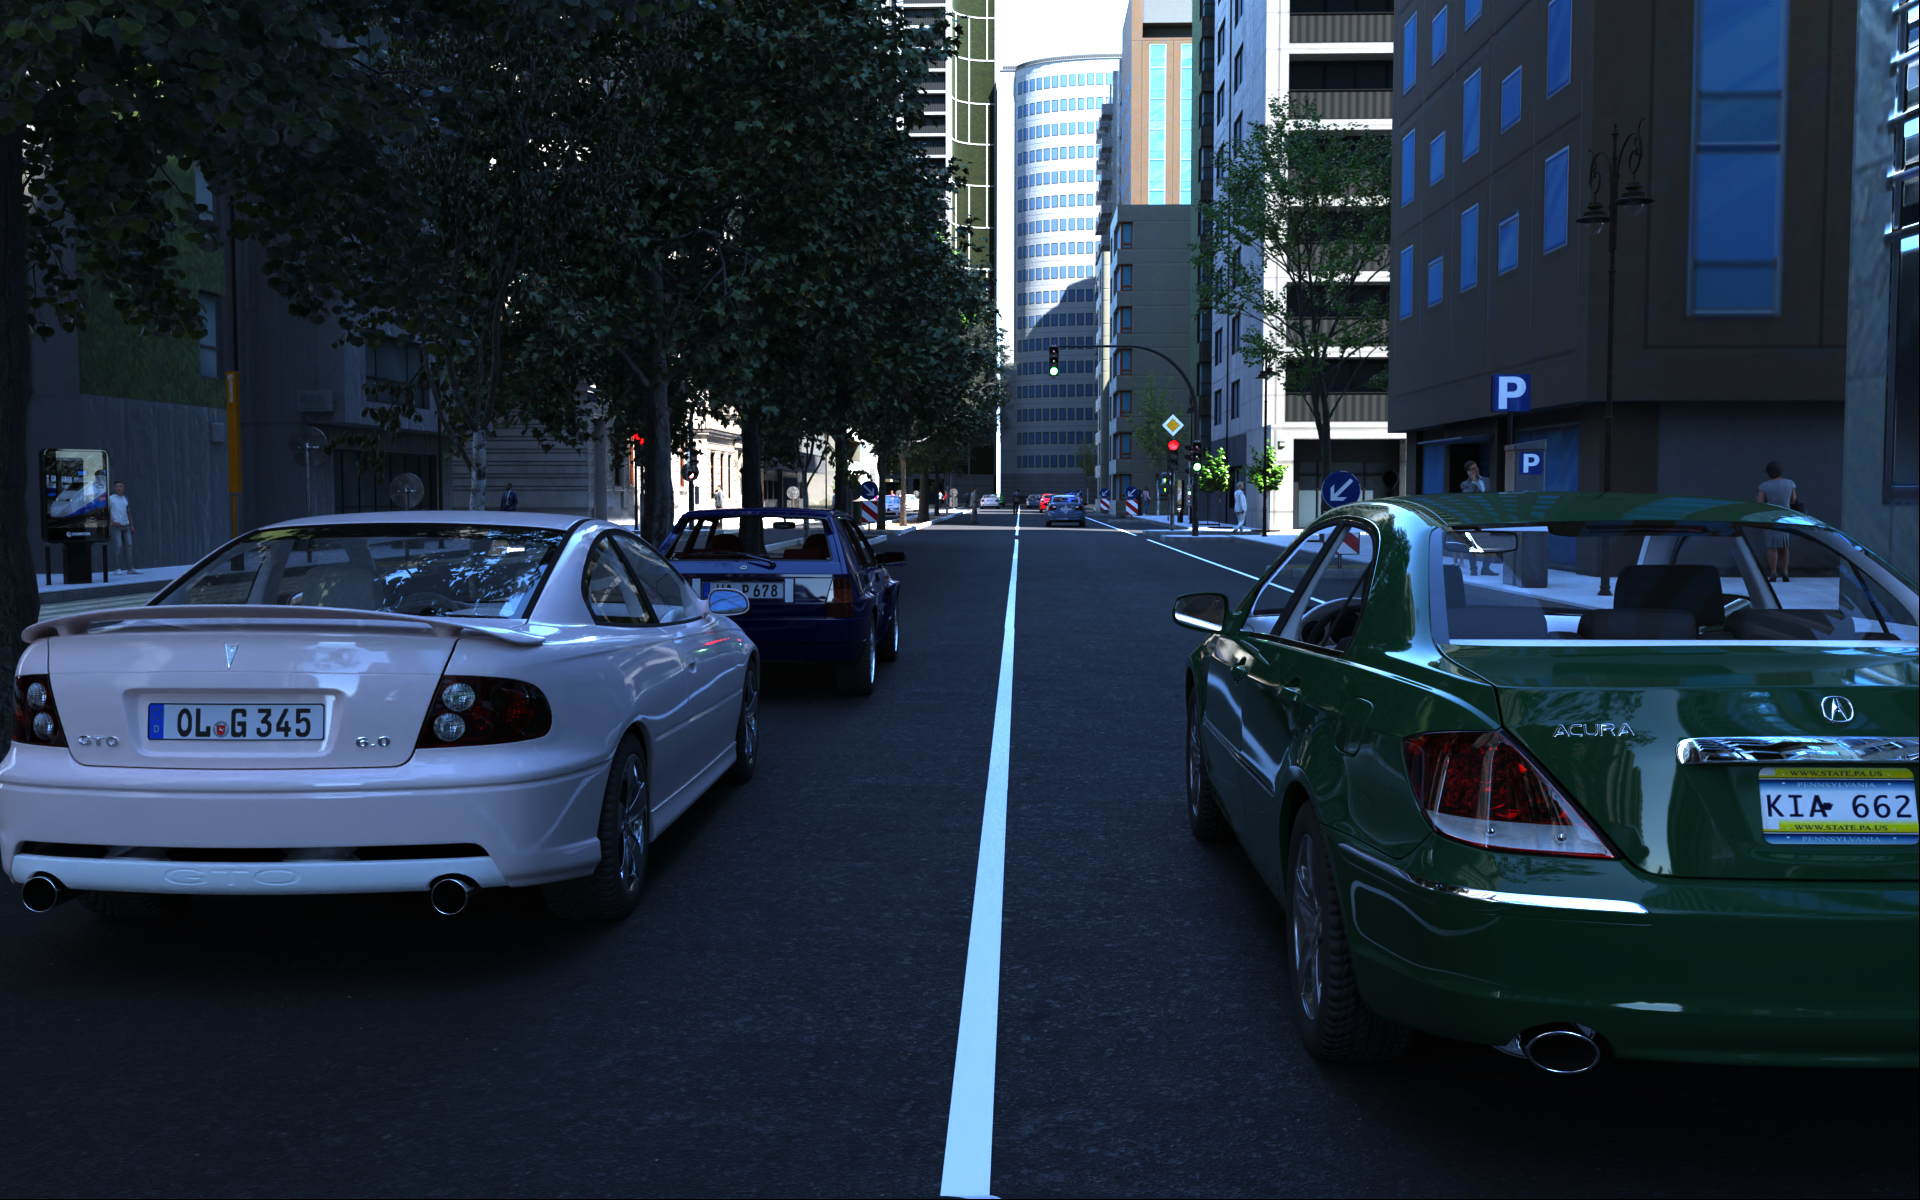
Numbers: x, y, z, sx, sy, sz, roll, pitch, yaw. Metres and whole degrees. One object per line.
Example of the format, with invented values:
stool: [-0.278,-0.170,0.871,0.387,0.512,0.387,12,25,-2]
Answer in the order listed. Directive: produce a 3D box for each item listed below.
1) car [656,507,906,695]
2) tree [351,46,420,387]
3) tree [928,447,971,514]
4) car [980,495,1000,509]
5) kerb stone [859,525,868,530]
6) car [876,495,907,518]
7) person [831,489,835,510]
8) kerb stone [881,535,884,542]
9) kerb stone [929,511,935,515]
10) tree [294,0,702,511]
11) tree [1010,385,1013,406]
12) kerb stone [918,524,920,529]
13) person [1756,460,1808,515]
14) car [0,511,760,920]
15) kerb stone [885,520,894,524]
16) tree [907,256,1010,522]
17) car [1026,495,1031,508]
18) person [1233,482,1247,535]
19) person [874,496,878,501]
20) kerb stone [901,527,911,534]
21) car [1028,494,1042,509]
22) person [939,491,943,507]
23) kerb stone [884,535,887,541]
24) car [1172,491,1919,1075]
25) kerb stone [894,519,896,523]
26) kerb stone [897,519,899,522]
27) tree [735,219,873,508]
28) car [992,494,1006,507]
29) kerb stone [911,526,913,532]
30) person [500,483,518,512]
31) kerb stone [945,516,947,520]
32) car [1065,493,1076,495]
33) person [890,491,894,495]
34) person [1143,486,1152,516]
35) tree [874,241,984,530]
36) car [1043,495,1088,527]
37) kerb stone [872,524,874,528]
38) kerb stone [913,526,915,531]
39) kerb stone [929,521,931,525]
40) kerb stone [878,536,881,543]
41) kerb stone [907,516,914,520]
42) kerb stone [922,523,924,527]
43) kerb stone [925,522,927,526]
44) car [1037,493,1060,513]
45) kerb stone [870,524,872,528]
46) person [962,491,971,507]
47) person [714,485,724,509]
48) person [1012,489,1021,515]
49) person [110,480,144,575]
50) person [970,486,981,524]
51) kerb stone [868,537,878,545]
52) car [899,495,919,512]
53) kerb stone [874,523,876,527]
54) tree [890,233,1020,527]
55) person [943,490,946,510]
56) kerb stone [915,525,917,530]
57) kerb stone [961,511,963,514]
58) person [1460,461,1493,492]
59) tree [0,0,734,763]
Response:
car: [-1.429,-0.070,13.728,1.945,1.354,3.894,0,4,2]
tree: [-4.216,-6.390,23.943,9.611,12.733,9.660,0,3,0]
tree: [-0.925,-10.335,121.797,4.360,8.622,3.978,0,3,0]
car: [2.880,-9.466,167.135,2.083,1.381,4.827,0,4,1]
kerb stone: [-3.900,-2.896,69.542,0.120,0.150,1.000,0,4,2]
car: [-4.128,-5.424,101.049,2.083,1.381,4.827,0,4,2]
person: [-7.283,-5.627,101.255,0.466,1.731,0.760,3,4,36]
kerb stone: [-2.427,-1.791,51.486,0.120,0.150,1.000,0,4,2]
kerb stone: [-1.980,-6.279,124.857,0.120,0.150,1.000,0,4,2]
tree: [-4.527,-3.879,16.241,4.360,8.622,3.978,0,3,0]
tree: [-3.352,-7.909,48.775,9.611,12.733,9.660,0,3,0]
kerb stone: [-1.808,-2.892,69.478,0.120,0.150,1.000,0,4,2]
person: [11.980,-1.155,25.278,0.716,1.782,0.532,1,4,9]
car: [-1.993,0.314,7.231,2.083,1.381,4.827,0,4,1]
kerb stone: [-3.409,-3.774,83.902,0.120,0.150,1.000,0,4,2]
tree: [-1.900,-10.985,88.720,9.857,13.997,8.962,0,3,0]
car: [7.795,-10.160,178.478,2.083,1.381,4.827,0,4,4]
person: [9.109,-2.948,56.573,0.818,1.842,0.514,-3,5,-41]
person: [-7.945,-9.547,165.360,0.599,1.433,0.991,2,4,28]
kerb stone: [-1.989,-2.578,64.347,0.120,0.150,1.000,0,4,2]
car: [7.727,-9.808,172.360,2.014,1.417,4.499,0,4,3]
person: [-2.224,-11.129,190.450,0.705,1.826,1.348,3,5,40]
kerb stone: [-2.392,-1.854,52.507,0.120,0.150,1.000,0,4,2]
car: [1.829,0.368,5.780,2.131,1.459,4.920,0,4,2]
kerb stone: [-3.367,-3.834,84.925,0.120,0.150,1.000,0,4,2]
kerb stone: [-3.302,-3.956,86.970,0.120,0.150,1.000,0,4,2]
tree: [-3.712,-5.433,41.647,4.737,8.622,4.395,0,3,0]
car: [4.249,-11.525,197.236,1.959,1.807,4.718,0,4,3]
kerb stone: [-1.956,-2.639,65.368,0.120,0.150,1.000,0,4,2]
person: [-15.269,-3.045,58.469,0.721,1.800,0.419,1,4,11]
kerb stone: [-0.950,-4.396,94.062,0.120,0.150,1.000,0,4,2]
car: [11.262,-10.147,175.494,1.945,1.707,3.694,0,4,1]
person: [-6.222,-9.219,159.955,1.217,1.743,0.721,2,4,26]
person: [10.900,-5.796,101.400,0.643,1.750,0.593,-2,4,-29]
tree: [-2.871,-8.351,64.746,9.928,11.665,9.643,0,3,0]
car: [4.701,-3.990,77.233,2.014,1.417,4.499,0,4,3]
kerb stone: [-3.799,-3.082,72.614,0.120,0.150,1.000,0,4,2]
kerb stone: [-1.909,-2.701,66.390,0.120,0.150,1.000,0,4,2]
kerb stone: [-1.521,-3.392,77.679,0.120,0.150,1.000,0,4,2]
kerb stone: [-2.466,-1.725,50.465,0.120,0.150,1.000,0,4,2]
kerb stone: [-2.865,-4.713,99.271,0.120,0.150,1.000,0,4,2]
kerb stone: [-1.697,-3.080,72.554,0.120,0.150,1.000,0,4,2]
kerb stone: [-1.634,-3.205,74.597,0.120,0.150,1.000,0,4,2]
car: [6.902,-7.463,131.063,2.155,1.783,4.494,0,4,2]
kerb stone: [-3.836,-3.018,71.593,0.120,0.150,1.000,0,4,2]
person: [0.785,-11.515,196.856,1.350,1.814,0.705,-3,4,-36]
person: [-9.796,-3.764,70.217,0.473,1.802,0.592,0,4,7]
person: [3.940,-6.900,121.498,0.592,1.802,0.473,1,4,20]
person: [-13.312,-1.155,27.520,0.523,1.515,0.503,0,4,-4]
person: [0.764,-4.510,82.439,0.583,1.804,0.606,-1,4,-14]
kerb stone: [-2.502,-1.667,49.444,0.120,0.150,1.000,0,4,2]
car: [-4.347,-7.880,141.194,2.083,1.381,4.827,0,4,2]
kerb stone: [-3.767,-3.146,73.639,0.120,0.150,1.000,0,4,2]
tree: [-2.470,-9.963,75.730,12.009,13.543,11.850,0,3,0]
person: [-1.278,-9.188,158.668,0.705,1.831,1.348,1,4,17]
kerb stone: [-1.875,-2.766,67.422,0.120,0.150,1.000,0,4,2]
kerb stone: [-0.062,-5.964,119.713,0.120,0.150,1.000,0,4,2]
person: [8.184,-1.287,27.268,0.592,1.802,0.473,0,4,4]
tree: [-5.097,-6.089,8.660,9.857,13.997,8.962,0,3,0]
